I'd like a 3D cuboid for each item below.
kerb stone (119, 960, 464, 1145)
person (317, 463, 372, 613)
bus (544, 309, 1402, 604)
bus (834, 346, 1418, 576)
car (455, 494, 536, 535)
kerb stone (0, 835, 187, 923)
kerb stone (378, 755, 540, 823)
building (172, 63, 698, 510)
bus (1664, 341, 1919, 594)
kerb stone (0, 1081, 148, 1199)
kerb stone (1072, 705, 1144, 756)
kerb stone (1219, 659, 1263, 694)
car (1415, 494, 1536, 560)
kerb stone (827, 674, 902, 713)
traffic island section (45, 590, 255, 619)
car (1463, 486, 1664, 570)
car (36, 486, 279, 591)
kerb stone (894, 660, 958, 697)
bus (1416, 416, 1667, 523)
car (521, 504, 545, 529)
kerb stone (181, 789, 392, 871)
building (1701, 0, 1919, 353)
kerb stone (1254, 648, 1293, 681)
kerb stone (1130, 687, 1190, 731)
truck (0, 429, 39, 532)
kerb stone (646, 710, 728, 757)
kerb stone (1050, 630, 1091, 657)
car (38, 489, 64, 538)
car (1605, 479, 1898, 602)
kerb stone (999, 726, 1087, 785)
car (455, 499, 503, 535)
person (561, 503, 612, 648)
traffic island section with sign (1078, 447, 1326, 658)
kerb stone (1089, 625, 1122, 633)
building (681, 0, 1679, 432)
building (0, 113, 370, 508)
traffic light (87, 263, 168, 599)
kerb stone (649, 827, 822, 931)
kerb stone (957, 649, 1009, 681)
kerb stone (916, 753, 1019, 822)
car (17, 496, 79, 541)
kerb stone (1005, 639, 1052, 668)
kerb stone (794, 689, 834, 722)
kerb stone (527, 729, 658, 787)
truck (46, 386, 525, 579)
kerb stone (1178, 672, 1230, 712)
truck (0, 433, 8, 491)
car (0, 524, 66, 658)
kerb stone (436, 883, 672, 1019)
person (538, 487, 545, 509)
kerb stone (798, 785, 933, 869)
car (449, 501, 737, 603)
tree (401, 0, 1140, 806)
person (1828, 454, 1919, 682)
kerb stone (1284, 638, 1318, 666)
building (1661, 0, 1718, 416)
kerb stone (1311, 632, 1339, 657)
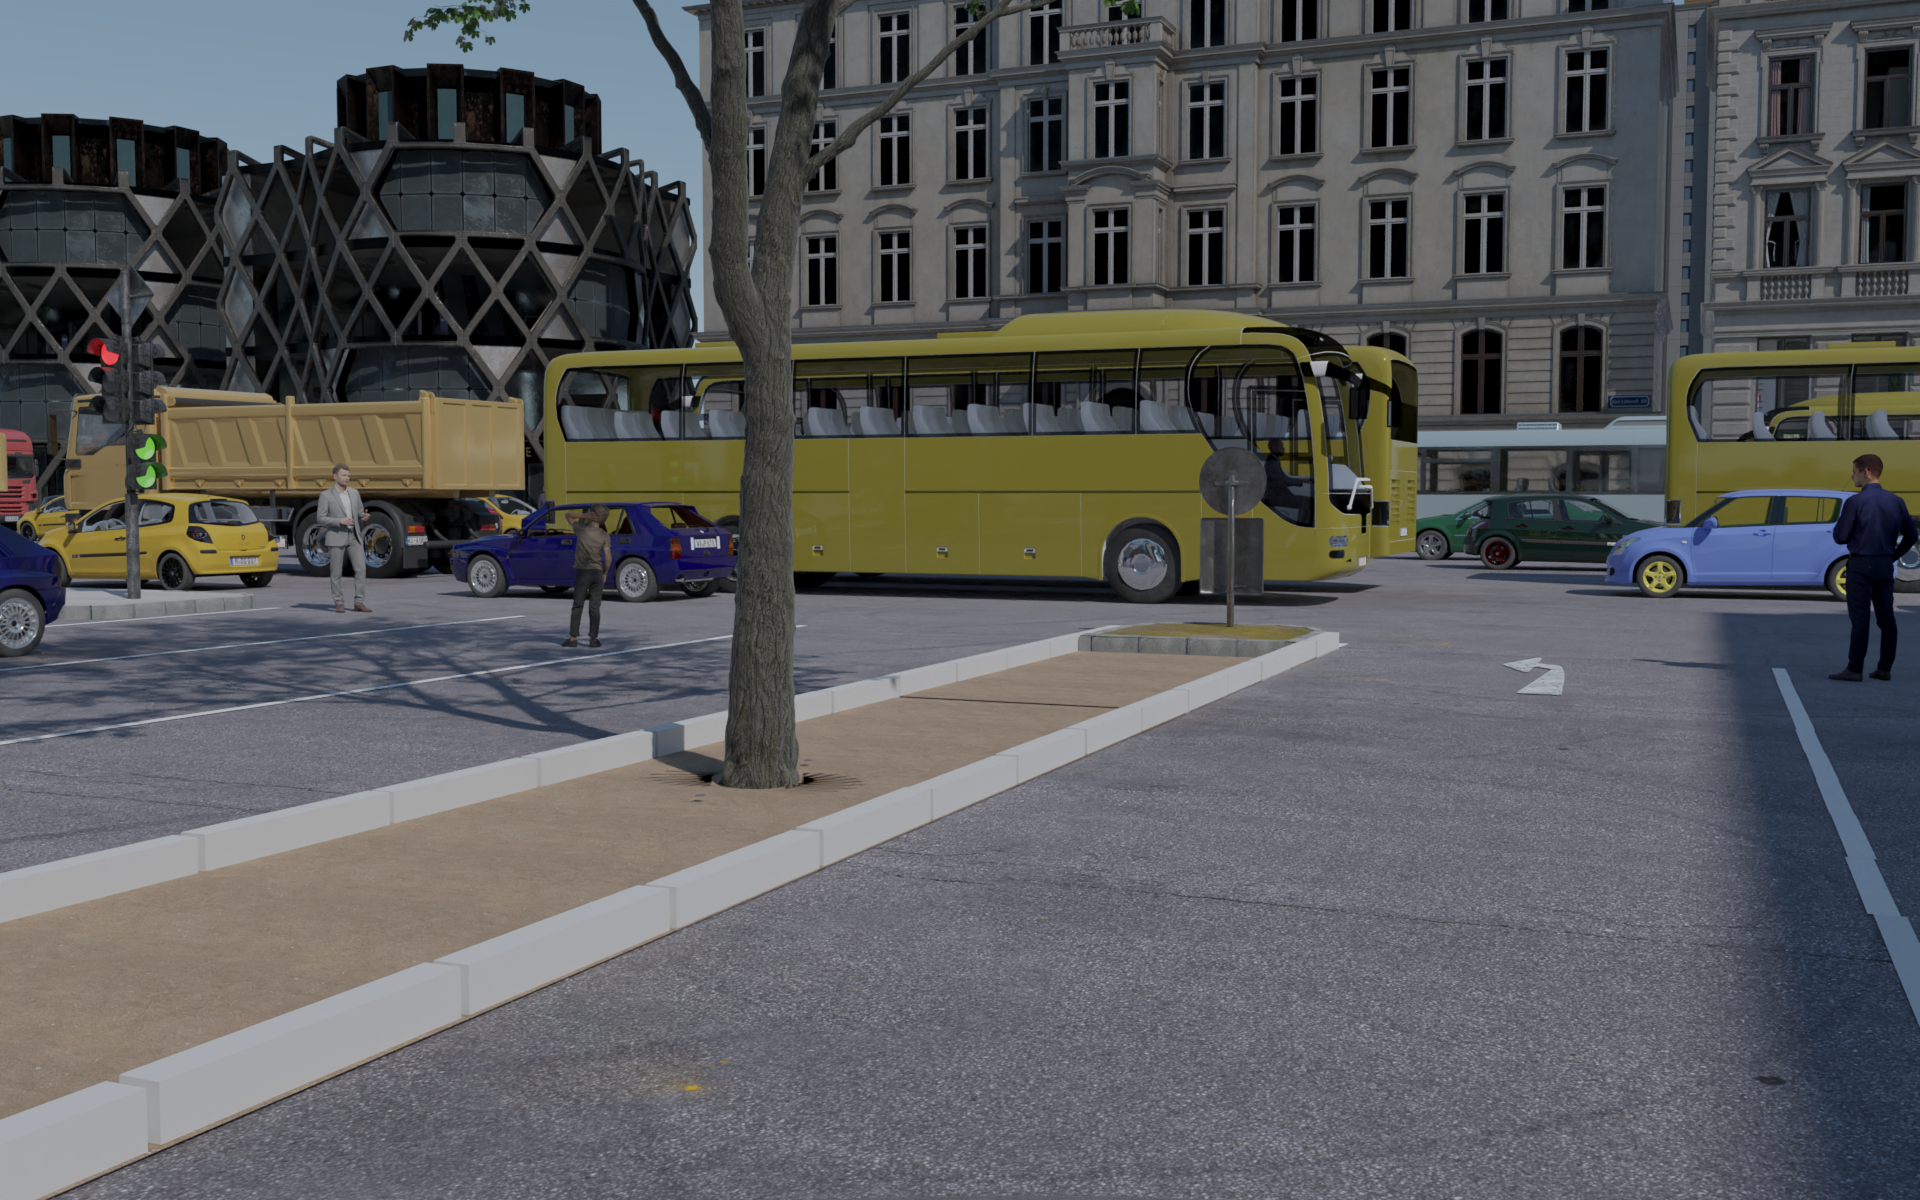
[{"bbox_3d":[-1.606,1.097,4.265,0.120,0.150,1.000,1,4,23],"label":"kerb stone"},{"bbox_3d":[-7.396,-0.747,20.907,0.583,1.804,0.606,3,4,37],"label":"person"},{"bbox_3d":[-0.157,-2.031,24.757,12.252,3.916,2.896,1,4,23],"label":"bus"},{"bbox_3d":[0.961,-2.229,27.988,12.252,3.916,2.896,2,4,24],"label":"bus"},{"bbox_3d":[-11.342,-1.963,42.312,3.980,1.641,2.015,2,4,24],"label":"car"},{"bbox_3d":[-3.112,0.991,6.064,0.120,0.150,1.000,1,4,23],"label":"kerb stone"},{"bbox_3d":[-2.302,0.872,7.958,0.120,0.150,1.000,1,4,23],"label":"kerb stone"},{"bbox_3d":[-21.620,-12.814,76.965,16.811,18.784,16.820,1,4,23],"label":"building"},{"bbox_3d":[16.708,-2.029,24.717,12.252,3.916,2.896,2,4,24],"label":"bus"},{"bbox_3d":[-2.008,1.156,3.307,0.120,0.150,1.000,1,4,23],"label":"kerb stone"},{"bbox_3d":[0.837,0.749,9.952,0.120,0.150,1.000,1,4,23],"label":"kerb stone"},{"bbox_3d":[2.045,0.577,12.790,0.120,0.150,1.000,1,4,23],"label":"kerb stone"},{"bbox_3d":[11.841,-1.579,37.610,4.920,1.459,2.131,2,4,23],"label":"car"},{"bbox_3d":[-0.678,0.640,11.738,0.120,0.150,1.000,1,4,23],"label":"kerb stone"},{"bbox_3d":[-10.133,0.064,21.238,2.009,0.180,2.903,1,4,23],"label":"traffic island section"},{"bbox_3d":[11.714,-1.406,32.767,4.222,1.686,2.009,2,4,25],"label":"car"},{"bbox_3d":[-12.423,-1.001,26.582,3.980,1.641,2.015,2,4,25],"label":"car"},{"bbox_3d":[-0.282,0.582,12.689,0.120,0.150,1.000,1,4,23],"label":"kerb stone"},{"bbox_3d":[11.265,-2.996,43.841,13.247,3.499,2.948,1,4,22],"label":"bus"},{"bbox_3d":[-7.535,-1.530,37.596,3.894,1.354,1.945,1,4,21],"label":"car"},{"bbox_3d":[-2.704,0.929,7.010,0.120,0.150,1.000,1,4,23],"label":"kerb stone"},{"bbox_3d":[32.391,-13.590,51.082,19.941,23.489,11.050,1,4,23],"label":"building"},{"bbox_3d":[2.456,0.518,13.738,0.120,0.150,1.000,1,4,23],"label":"kerb stone"},{"bbox_3d":[1.239,0.694,10.900,0.120,0.150,1.000,1,4,23],"label":"kerb stone"},{"bbox_3d":[-39.054,-4.661,65.128,11.283,4.237,2.839,2,4,25],"label":"truck"},{"bbox_3d":[-1.491,0.755,9.851,0.120,0.150,1.000,1,4,23],"label":"kerb stone"},{"bbox_3d":[0.929,0.408,15.531,0.120,0.150,1.000,1,4,23],"label":"kerb stone"},{"bbox_3d":[-28.021,-2.822,55.920,4.222,1.686,2.009,2,4,24],"label":"car"},{"bbox_3d":[10.935,-0.885,24.053,3.694,1.707,1.945,2,4,23],"label":"car"},{"bbox_3d":[0.428,0.808,8.994,0.120,0.150,1.000,1,4,23],"label":"kerb stone"},{"bbox_3d":[-12.644,-1.837,38.703,5.304,1.827,2.281,1,4,23],"label":"car"},{"bbox_3d":[-3.503,-0.234,16.228,0.435,1.345,0.340,-1,4,-23],"label":"person"},{"bbox_3d":[2.379,-0.491,16.169,2.006,1.907,1.989,1,4,23],"label":"traffic island section with sign"},{"bbox_3d":[1.342,0.350,16.476,0.120,0.150,1.000,1,4,23],"label":"kerb stone"},{"bbox_3d":[7.695,-14.967,63.789,34.723,24.649,14.460,1,4,23],"label":"building"},{"bbox_3d":[-42.200,-13.379,86.206,16.811,18.784,16.820,1,4,23],"label":"building"},{"bbox_3d":[-10.100,-1.967,21.088,0.839,4.253,0.868,1,4,23],"label":"traffic light"},{"bbox_3d":[-0.786,0.985,6.151,0.120,0.150,1.000,1,4,23],"label":"kerb stone"},{"bbox_3d":[0.127,0.524,13.632,0.120,0.150,1.000,1,4,23],"label":"kerb stone"},{"bbox_3d":[0.025,0.871,8.049,0.120,0.150,1.000,1,4,23],"label":"kerb stone"},{"bbox_3d":[-26.736,-2.587,52.529,3.980,1.641,2.015,1,4,23],"label":"car"},{"bbox_3d":[0.527,0.465,14.585,0.120,0.150,1.000,1,4,23],"label":"kerb stone"},{"bbox_3d":[-1.086,0.697,10.795,0.120,0.150,1.000,1,4,23],"label":"kerb stone"},{"bbox_3d":[-1.895,0.814,8.901,0.120,0.150,1.000,1,4,23],"label":"kerb stone"},{"bbox_3d":[-12.647,-2.191,31.749,9.791,3.379,3.469,2,4,24],"label":"truck"},{"bbox_3d":[1.645,0.634,11.844,0.120,0.150,1.000,1,4,23],"label":"kerb stone"},{"bbox_3d":[-31.427,-3.233,48.784,9.791,3.379,3.469,1,4,21],"label":"truck"},{"bbox_3d":[-9.560,-0.106,14.316,1.945,1.354,3.894,1,4,22],"label":"car"},{"bbox_3d":[-1.198,1.040,5.208,0.120,0.150,1.000,1,4,23],"label":"kerb stone"},{"bbox_3d":[-12.068,-2.522,50.654,0.541,1.710,0.530,-1,4,-13],"label":"person"},{"bbox_3d":[-0.380,0.923,7.103,0.120,0.150,1.000,1,4,23],"label":"kerb stone"},{"bbox_3d":[-5.125,-0.703,24.078,3.894,1.354,1.945,2,4,25],"label":"car"},{"bbox_3d":[-0.934,-4.882,8.028,9.928,11.665,9.643,0,3,0],"label":"tree"},{"bbox_3d":[6.985,-0.255,13.369,0.576,1.737,0.504,-1,4,-22],"label":"person"},{"bbox_3d":[2.853,0.461,14.686,0.120,0.150,1.000,1,4,23],"label":"kerb stone"},{"bbox_3d":[79.171,-40.808,209.209,28.212,58.520,21.231,1,4,23],"label":"building"},{"bbox_3d":[3.264,0.402,15.627,0.120,0.150,1.000,1,4,23],"label":"kerb stone"}]
